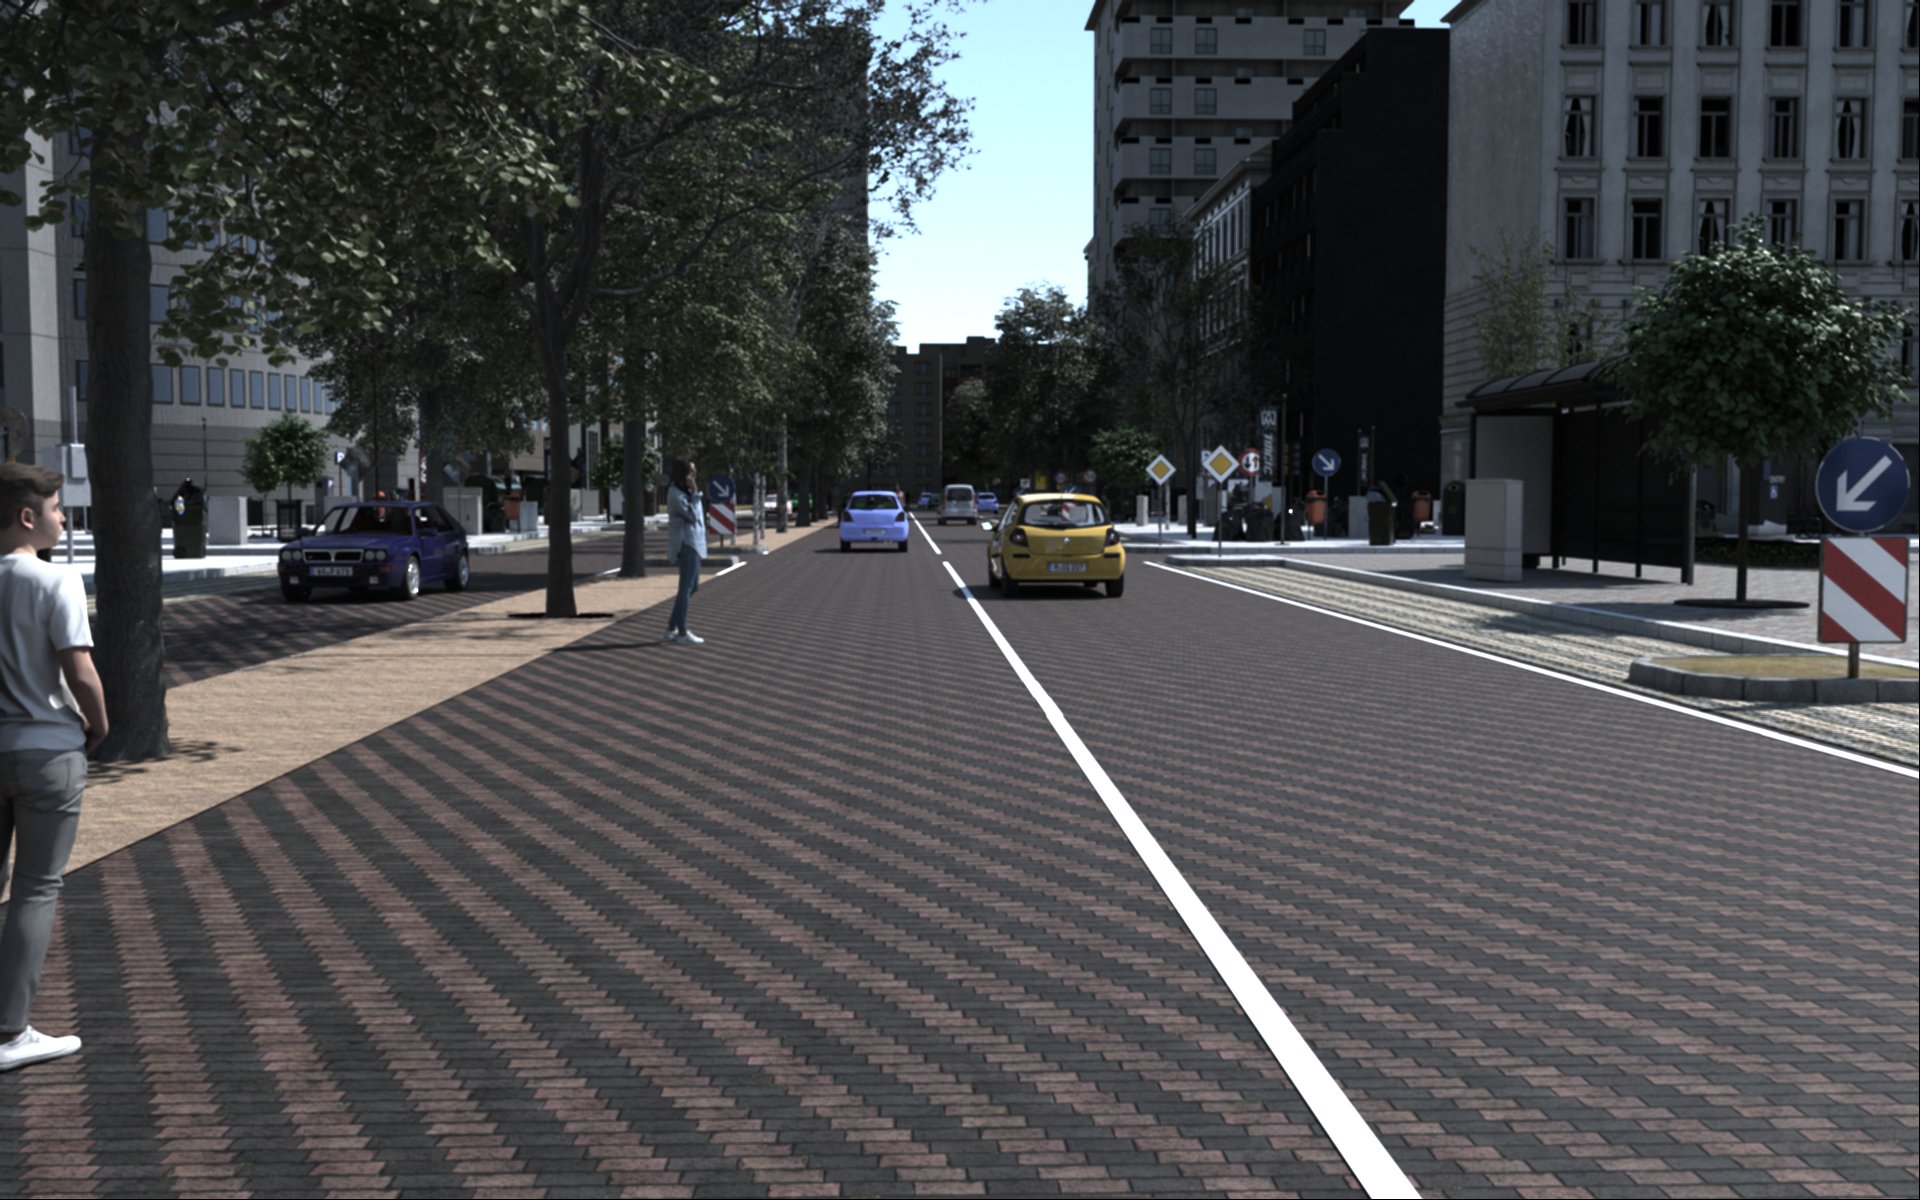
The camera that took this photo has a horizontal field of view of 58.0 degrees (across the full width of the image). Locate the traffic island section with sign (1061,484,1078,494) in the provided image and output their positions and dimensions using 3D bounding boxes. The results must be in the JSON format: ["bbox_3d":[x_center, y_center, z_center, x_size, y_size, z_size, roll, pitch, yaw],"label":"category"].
[{"bbox_3d":[4.106,-3.613,67.697,1.989,1.847,2.006,0,4,-2],"label":"traffic island section with sign"}]

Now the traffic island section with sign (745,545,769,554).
[{"bbox_3d":[-5.765,-2.095,42.385,2.006,1.907,1.989,0,4,-2],"label":"traffic island section with sign"}]

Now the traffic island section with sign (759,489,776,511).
[{"bbox_3d":[-15.668,-8.311,144.515,1.989,1.847,2.006,0,4,-2],"label":"traffic island section with sign"}]

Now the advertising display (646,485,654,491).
[{"bbox_3d":[-19.688,-6.385,109.608,0.974,1.923,0.123,-2,4,-30],"label":"advertising display"}]

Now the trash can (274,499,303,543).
[{"bbox_3d":[-17.636,-2.072,45.536,0.748,1.137,0.748,0,3,0],"label":"trash can"}]

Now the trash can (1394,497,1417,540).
[{"bbox_3d":[12.504,-2.280,48.924,0.748,1.137,0.748,0,3,0],"label":"trash can"}]

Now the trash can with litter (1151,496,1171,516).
[{"bbox_3d":[11.496,-5.522,101.346,1.678,1.210,2.233,1,4,20],"label":"trash can with litter"}]

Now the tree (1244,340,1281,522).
[{"bbox_3d":[12.784,-7.842,78.583,4.360,8.622,3.978,0,3,0],"label":"tree"}]

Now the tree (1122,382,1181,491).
[{"bbox_3d":[12.163,-9.869,111.722,4.737,8.622,4.395,0,3,0],"label":"tree"}]

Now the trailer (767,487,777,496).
[{"bbox_3d":[-16.158,-8.712,149.485,1.471,1.999,3.904,0,4,-4],"label":"trailer"}]

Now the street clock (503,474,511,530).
[{"bbox_3d":[-16.128,-3.504,61.859,0.358,2.002,0.471,-1,4,-15],"label":"street clock"}]

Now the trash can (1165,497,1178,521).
[{"bbox_3d":[10.057,-4.302,81.995,0.748,1.137,0.748,0,3,0],"label":"trash can"}]

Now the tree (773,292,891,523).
[{"bbox_3d":[-7.204,-9.684,86.547,9.928,11.665,9.643,0,3,0],"label":"tree"}]

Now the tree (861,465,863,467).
[{"bbox_3d":[-8.380,-11.278,104.972,7.486,12.596,7.792,0,3,0],"label":"tree"}]

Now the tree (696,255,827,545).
[{"bbox_3d":[-5.774,-5.870,48.797,4.360,8.622,3.978,0,3,0],"label":"tree"}]

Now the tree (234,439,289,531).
[{"bbox_3d":[-24.501,-4.078,61.274,1.663,3.219,1.824,0,3,0],"label":"tree"}]

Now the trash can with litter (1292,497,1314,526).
[{"bbox_3d":[13.756,-3.518,68.900,1.055,1.170,0.624,2,4,32],"label":"trash can with litter"}]

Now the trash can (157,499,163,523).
[{"bbox_3d":[-25.250,-2.594,54.073,0.748,1.137,0.748,0,3,0],"label":"trash can"}]

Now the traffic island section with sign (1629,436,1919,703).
[{"bbox_3d":[6.102,-0.252,12.744,1.989,1.847,2.006,0,4,-2],"label":"traffic island section with sign"}]

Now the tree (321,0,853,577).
[{"bbox_3d":[-5.760,-6.689,29.944,7.486,12.596,7.792,0,3,0],"label":"tree"}]

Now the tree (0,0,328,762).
[{"bbox_3d":[-4.655,-5.437,9.475,7.486,12.596,7.792,0,3,0],"label":"tree"}]

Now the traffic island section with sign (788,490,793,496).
[{"bbox_3d":[-16.659,-9.959,171.452,1.989,1.847,2.006,0,4,-2],"label":"traffic island section with sign"}]

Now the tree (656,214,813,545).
[{"bbox_3d":[-5.791,-5.586,44.153,4.737,8.622,4.395,0,3,0],"label":"tree"}]

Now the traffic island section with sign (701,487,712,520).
[{"bbox_3d":[-13.862,-5.274,94.863,1.989,1.847,2.006,0,4,-2],"label":"traffic island section with sign"}]

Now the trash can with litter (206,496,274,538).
[{"bbox_3d":[-21.191,-2.452,51.146,2.233,1.210,1.678,0,4,0],"label":"trash can with litter"}]

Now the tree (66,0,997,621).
[{"bbox_3d":[-4.579,-6.524,19.488,12.009,13.543,11.850,0,3,0],"label":"tree"}]

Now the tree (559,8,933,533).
[{"bbox_3d":[-7.777,-12.566,63.799,12.611,20.169,13.585,0,3,0],"label":"tree"}]

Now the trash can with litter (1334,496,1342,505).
[{"bbox_3d":[12.870,-2.951,59.301,1.678,1.210,2.233,0,4,6],"label":"trash can with litter"}]

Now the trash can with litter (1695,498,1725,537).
[{"bbox_3d":[19.747,-2.101,45.734,1.055,1.170,0.624,-2,4,-31],"label":"trash can with litter"}]

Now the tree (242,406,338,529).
[{"bbox_3d":[-25.020,-4.961,64.832,4.285,4.588,4.351,0,3,0],"label":"tree"}]

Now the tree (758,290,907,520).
[{"bbox_3d":[-7.776,-10.819,96.351,9.611,12.733,9.660,0,3,0],"label":"tree"}]

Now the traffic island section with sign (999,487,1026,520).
[{"bbox_3d":[3.125,-5.261,94.644,1.989,1.847,2.006,0,4,-2],"label":"traffic island section with sign"}]

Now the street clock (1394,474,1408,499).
[{"bbox_3d":[16.149,-3.600,63.423,0.471,2.002,0.358,1,4,20],"label":"street clock"}]

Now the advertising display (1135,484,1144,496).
[{"bbox_3d":[11.228,-6.304,108.291,0.123,1.923,0.974,3,4,38],"label":"advertising display"}]

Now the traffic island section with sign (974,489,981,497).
[{"bbox_3d":[1.302,-8.329,144.803,1.989,1.847,2.006,0,4,-2],"label":"traffic island section with sign"}]

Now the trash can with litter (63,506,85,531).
[{"bbox_3d":[-31.262,-3.021,60.451,1.678,1.210,2.233,0,4,3],"label":"trash can with litter"}]

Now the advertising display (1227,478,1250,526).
[{"bbox_3d":[11.350,-3.999,70.595,0.974,1.923,0.123,2,4,30],"label":"advertising display"}]

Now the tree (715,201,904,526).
[{"bbox_3d":[-6.932,-10.210,76.042,9.857,13.997,8.962,0,3,0],"label":"tree"}]

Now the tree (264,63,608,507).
[{"bbox_3d":[-15.286,-8.795,50.460,9.857,13.997,8.962,0,3,0],"label":"tree"}]

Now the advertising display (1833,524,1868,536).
[{"bbox_3d":[23.567,-2.482,45.787,0.974,1.923,0.123,0,4,1],"label":"advertising display"}]

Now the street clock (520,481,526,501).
[{"bbox_3d":[-23.930,-5.517,94.771,0.358,2.002,0.471,1,4,11],"label":"street clock"}]

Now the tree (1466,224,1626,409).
[{"bbox_3d":[15.612,-5.921,47.173,4.737,8.622,4.395,0,3,0],"label":"tree"}]

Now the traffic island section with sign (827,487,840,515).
[{"bbox_3d":[-8.510,-6.687,117.473,2.006,1.907,1.989,0,4,-2],"label":"traffic island section with sign"}]

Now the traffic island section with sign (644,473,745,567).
[{"bbox_3d":[-5.505,-1.642,34.982,2.006,1.907,1.989,0,4,-2],"label":"traffic island section with sign"}]

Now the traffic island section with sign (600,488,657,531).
[{"bbox_3d":[-12.867,-3.600,67.492,1.989,1.847,2.006,0,4,-2],"label":"traffic island section with sign"}]
